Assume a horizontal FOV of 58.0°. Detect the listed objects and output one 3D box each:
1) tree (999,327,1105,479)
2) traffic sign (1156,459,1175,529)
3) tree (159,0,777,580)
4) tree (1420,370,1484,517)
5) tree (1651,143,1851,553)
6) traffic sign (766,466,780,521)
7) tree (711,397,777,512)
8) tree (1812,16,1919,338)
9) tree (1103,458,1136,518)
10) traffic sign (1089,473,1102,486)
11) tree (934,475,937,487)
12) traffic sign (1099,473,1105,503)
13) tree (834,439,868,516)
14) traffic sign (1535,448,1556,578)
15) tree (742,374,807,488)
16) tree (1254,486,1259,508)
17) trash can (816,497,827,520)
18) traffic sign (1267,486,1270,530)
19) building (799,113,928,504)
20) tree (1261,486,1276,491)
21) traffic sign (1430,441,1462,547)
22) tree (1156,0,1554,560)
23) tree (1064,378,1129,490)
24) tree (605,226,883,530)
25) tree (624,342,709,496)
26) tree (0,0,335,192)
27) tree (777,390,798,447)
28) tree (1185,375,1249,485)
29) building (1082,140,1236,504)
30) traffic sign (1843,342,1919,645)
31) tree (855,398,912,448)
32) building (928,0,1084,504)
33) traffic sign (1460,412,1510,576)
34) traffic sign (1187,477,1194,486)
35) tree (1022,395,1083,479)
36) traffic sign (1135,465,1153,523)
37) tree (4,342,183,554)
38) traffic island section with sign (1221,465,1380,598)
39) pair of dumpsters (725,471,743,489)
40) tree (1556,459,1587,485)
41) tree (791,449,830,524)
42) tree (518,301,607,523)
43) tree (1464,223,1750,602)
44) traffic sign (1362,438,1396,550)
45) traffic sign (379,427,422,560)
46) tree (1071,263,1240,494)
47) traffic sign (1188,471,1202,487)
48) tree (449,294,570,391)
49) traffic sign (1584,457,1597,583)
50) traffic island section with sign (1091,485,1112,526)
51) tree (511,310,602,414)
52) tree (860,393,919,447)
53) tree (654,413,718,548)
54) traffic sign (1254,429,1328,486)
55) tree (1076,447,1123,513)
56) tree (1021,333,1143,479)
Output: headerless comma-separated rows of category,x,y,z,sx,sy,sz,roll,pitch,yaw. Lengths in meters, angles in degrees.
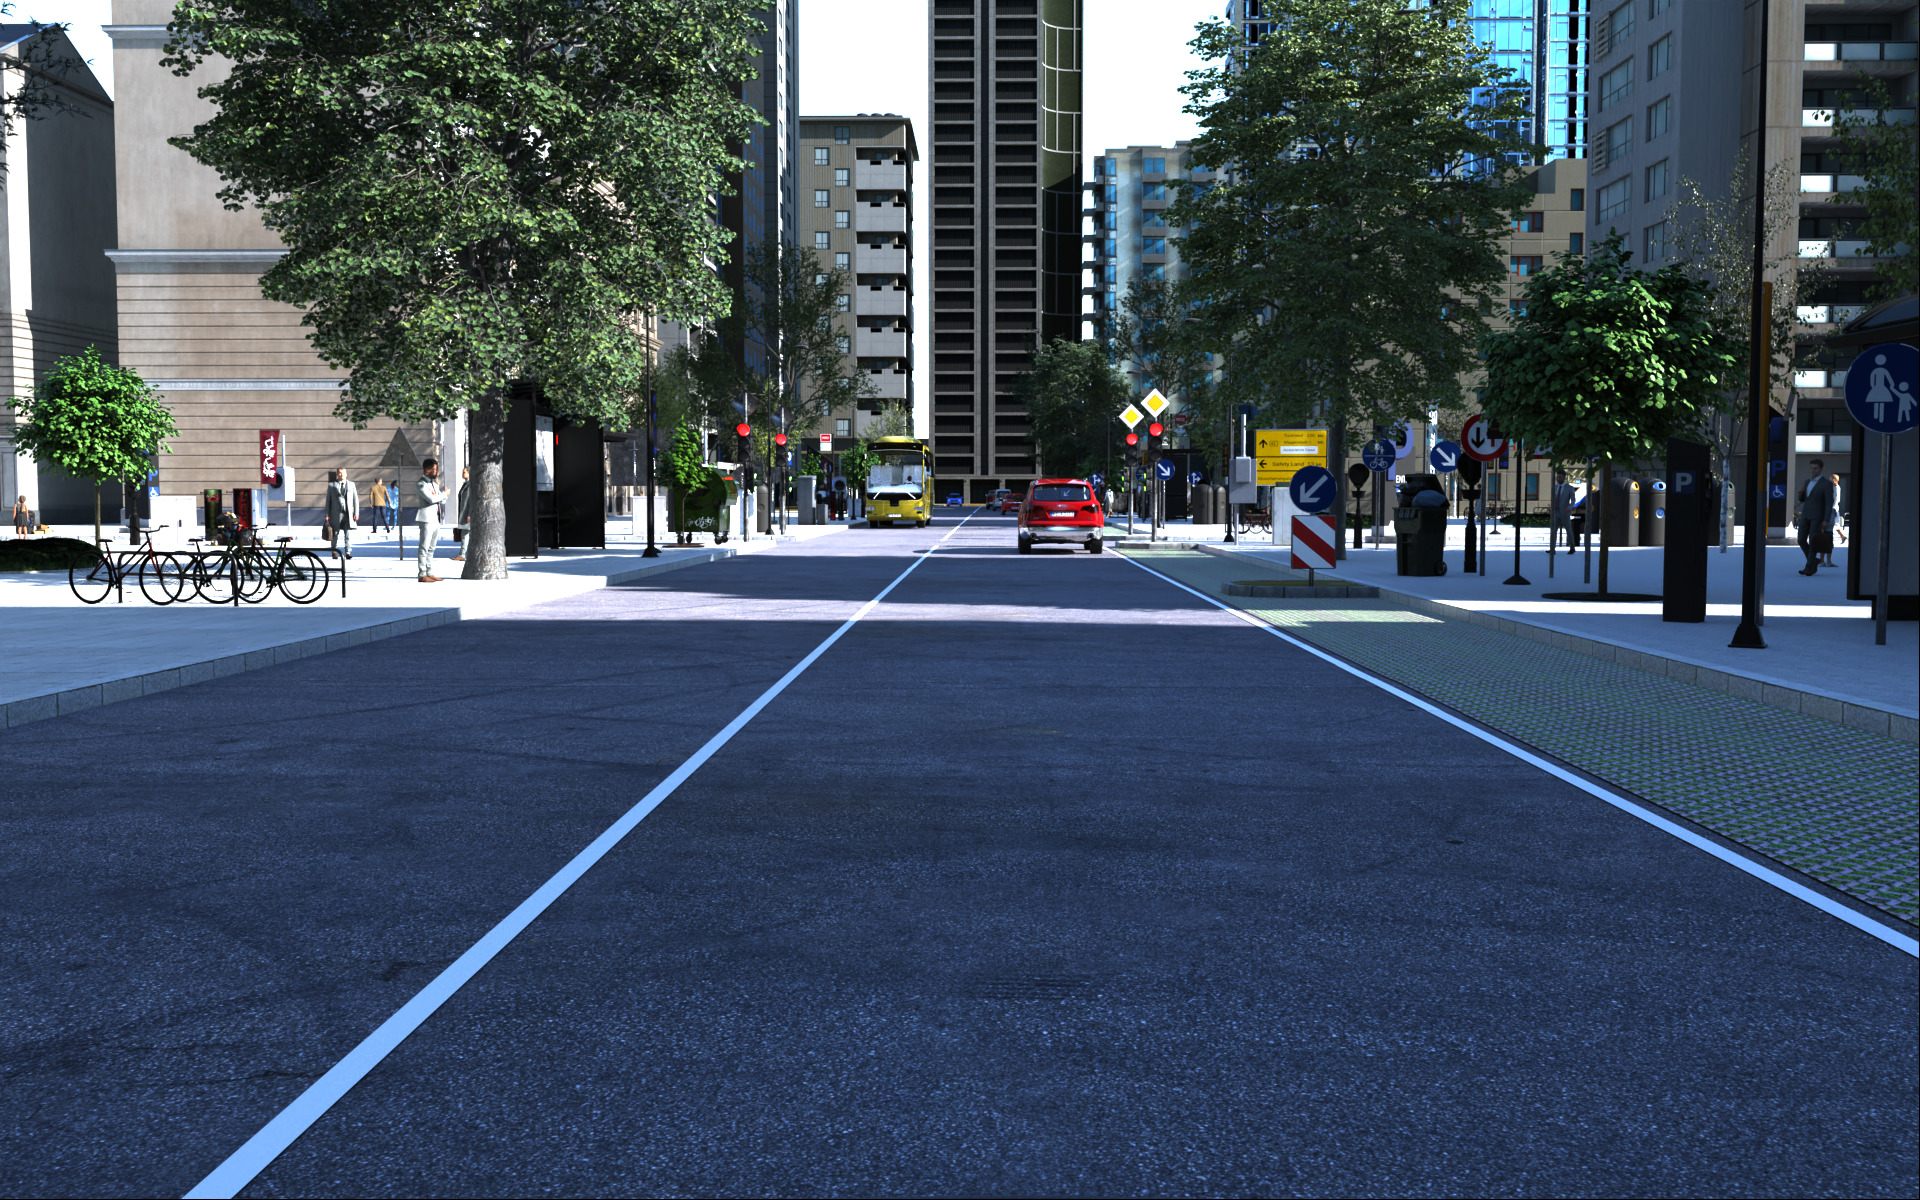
tree,9.555,-20.977,198.859,12.611,20.169,13.585,0,3,0
traffic sign,7.459,-3.869,63.367,0.768,2.556,0.104,1,4,9
tree,-7.197,-7.291,25.864,9.857,13.997,8.962,0,3,0
tree,27.658,-8.894,95.773,4.360,8.622,3.978,0,3,0
tree,16.842,-5.330,37.504,4.360,8.622,3.978,0,3,0
traffic sign,-8.569,-4.877,79.844,0.768,2.556,0.104,0,4,7
tree,-14.382,-9.964,113.266,4.360,8.622,3.978,0,3,0
tree,13.068,-4.354,21.545,4.737,8.622,4.395,0,3,0
tree,8.431,-6.013,92.917,1.663,3.219,1.824,0,3,0
traffic sign,8.161,-6.362,104.126,0.768,2.556,0.104,0,4,7
tree,-4.106,-12.203,183.237,4.285,4.588,4.351,0,3,0
traffic sign,8.624,-6.552,107.129,0.884,2.594,0.081,0,4,3
tree,-5.915,-7.365,104.136,4.285,4.588,4.351,0,3,0
traffic sign,9.061,-1.618,26.460,0.884,2.594,0.081,0,4,6
tree,-11.623,-9.466,105.125,4.737,8.622,4.395,0,3,0
tree,21.114,-7.906,123.869,1.663,3.219,1.824,0,3,0
trash can,-7.044,-4.629,87.331,0.748,1.137,0.748,0,3,0
traffic sign,11.094,-3.805,62.311,0.768,2.556,0.104,1,4,9
building,-17.679,-39.782,239.667,27.495,52.752,28.713,0,4,1
tree,19.277,-6.736,104.735,1.663,3.219,1.824,0,3,0
traffic sign,11.652,-2.537,41.591,0.768,2.556,0.104,1,4,9
tree,7.510,-7.075,33.805,7.486,12.596,7.792,0,3,0
tree,8.913,-9.804,110.659,4.360,8.622,3.978,0,3,0
tree,-6.548,-7.769,61.434,8.767,10.594,7.601,2,4,31
tree,-14.533,-8.114,83.031,4.737,8.622,4.395,0,3,0
tree,-7.817,-6.173,11.292,12.009,13.543,11.850,0,3,0
tree,-13.386,-10.560,123.016,4.360,8.622,3.978,0,3,0
tree,15.418,-9.479,105.341,4.737,8.622,4.395,0,3,0
building,31.922,-37.767,237.099,30.456,49.044,23.786,0,4,1
traffic sign,7.843,-0.891,14.676,0.768,2.556,0.104,0,4,6
tree,-5.612,-11.173,133.038,4.737,8.622,4.395,0,3,0
building,6.288,-48.708,234.622,20.611,71.187,20.563,0,4,1
traffic sign,8.186,-1.649,27.069,0.768,2.556,0.104,0,4,4
traffic sign,13.032,-5.901,98.617,0.606,2.300,0.079,0,4,5
tree,10.064,-15.154,173.525,9.928,11.665,9.643,0,3,0
traffic sign,8.155,-4.694,76.846,0.768,2.556,0.104,1,4,10
tree,-18.681,-3.293,37.546,4.285,4.588,4.351,0,3,0
traffic island section with sign,4.778,-0.980,24.656,1.989,1.847,2.006,0,4,1
pair of dumpsters,-9.815,-4.132,70.049,1.574,2.255,4.437,0,4,1
tree,33.512,-8.958,96.821,4.737,8.622,4.395,0,3,0
tree,-6.431,-4.893,74.601,1.663,3.219,1.824,0,3,0
tree,-15.971,-8.646,75.773,7.601,10.594,8.767,0,4,6
tree,7.927,-2.288,21.117,4.285,4.588,4.351,0,3,0
traffic sign,9.544,-2.412,39.542,0.768,2.556,0.104,0,4,5
traffic sign,-10.837,-2.050,33.524,0.884,2.594,0.081,1,4,11
tree,7.848,-8.356,71.035,7.601,10.594,8.767,-3,5,-41
traffic sign,12.938,-5.827,95.375,0.768,2.556,0.104,1,4,10
tree,-15.434,-6.672,59.447,4.360,8.622,3.978,0,3,0
traffic sign,9.017,-1.512,24.825,0.768,2.556,0.104,1,4,8
traffic island section with sign,5.863,-4.288,78.739,1.989,1.847,2.006,0,4,1
tree,-15.922,-7.170,67.596,4.737,8.622,4.395,0,3,0
tree,-4.903,-10.756,126.222,4.360,8.622,3.978,0,3,0
tree,-6.565,-2.882,41.724,1.663,3.219,1.824,0,3,0
traffic sign,10.341,-3.688,54.169,2.265,3.308,0.079,0,4,6
tree,9.681,-8.201,117.806,4.285,4.588,4.351,0,3,0
tree,9.684,-14.074,136.761,9.857,13.997,8.962,0,3,0
